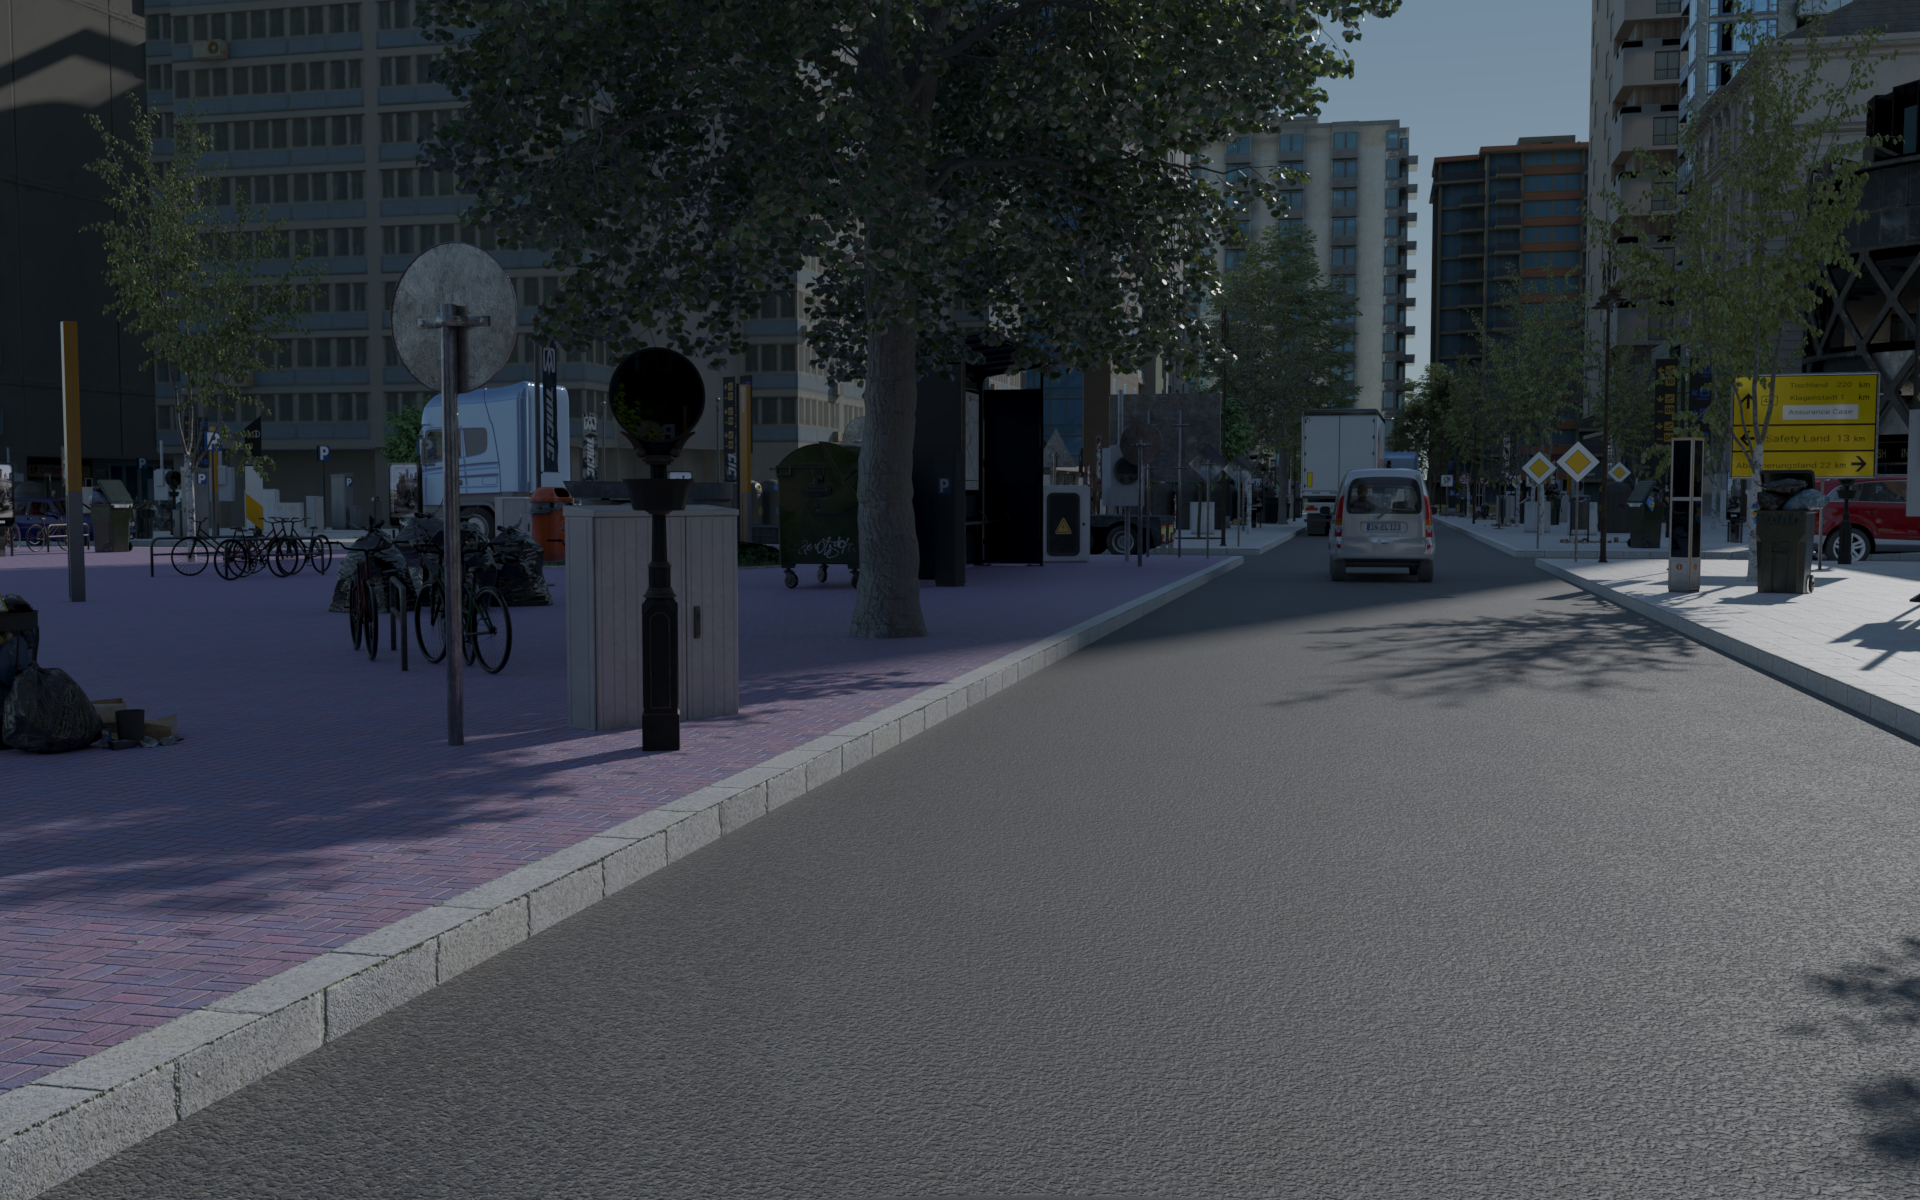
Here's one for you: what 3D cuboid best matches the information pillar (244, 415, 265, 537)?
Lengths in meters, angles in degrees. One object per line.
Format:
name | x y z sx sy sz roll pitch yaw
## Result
information pillar | -20.967 -3.676 51.459 0.504 3.616 0.183 -2 4 -30

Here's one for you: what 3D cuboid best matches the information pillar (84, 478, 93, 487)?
information pillar | -40.069 -4.597 79.652 0.304 2.012 0.304 -3 5 -39

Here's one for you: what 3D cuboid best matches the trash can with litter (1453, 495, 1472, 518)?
trash can with litter | 28.042 -5.163 95.468 1.678 1.210 2.233 1 4 22

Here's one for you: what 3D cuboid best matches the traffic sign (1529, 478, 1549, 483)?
traffic sign | 26.568 -4.863 79.508 0.884 2.594 0.081 1 4 15

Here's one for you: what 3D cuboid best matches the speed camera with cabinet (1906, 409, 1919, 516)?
speed camera with cabinet | 10.517 -1.392 17.091 0.660 3.252 2.038 -2 4 -32

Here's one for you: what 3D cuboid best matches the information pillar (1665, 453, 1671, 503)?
information pillar | 36.004 -5.913 88.039 0.183 3.616 0.504 0 4 3

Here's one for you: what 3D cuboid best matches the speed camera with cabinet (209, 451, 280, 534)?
speed camera with cabinet | -23.275 -3.793 56.351 2.038 3.252 0.660 -1 4 -11

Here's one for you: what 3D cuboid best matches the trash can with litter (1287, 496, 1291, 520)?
trash can with litter | 15.961 -4.586 86.365 1.055 1.170 0.624 0 4 1

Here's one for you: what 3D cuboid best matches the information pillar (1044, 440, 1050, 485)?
information pillar | 3.671 -5.060 74.086 0.183 3.616 0.504 2 4 35

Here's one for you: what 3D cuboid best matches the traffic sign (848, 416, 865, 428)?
traffic sign | -1.587 -1.729 28.380 0.768 2.556 0.104 1 4 22

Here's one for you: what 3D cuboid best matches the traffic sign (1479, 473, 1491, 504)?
traffic sign | 32.384 -6.531 106.883 0.768 2.556 0.104 1 4 21

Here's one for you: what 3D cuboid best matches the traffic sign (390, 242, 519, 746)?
traffic sign | -2.579 -0.531 8.782 0.768 2.556 0.104 1 4 20

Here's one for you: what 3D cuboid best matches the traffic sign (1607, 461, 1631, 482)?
traffic sign | 23.331 -3.679 61.343 0.795 2.450 0.064 1 4 22

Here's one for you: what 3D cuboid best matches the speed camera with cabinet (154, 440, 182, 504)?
speed camera with cabinet | -28.704 -4.248 63.788 2.038 3.252 0.660 1 4 22

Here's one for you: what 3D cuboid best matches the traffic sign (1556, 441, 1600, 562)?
traffic sign | 11.684 -1.784 32.805 0.795 2.450 0.064 1 4 13

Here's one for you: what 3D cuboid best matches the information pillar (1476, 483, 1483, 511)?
information pillar | 33.212 -6.500 110.761 0.304 2.012 0.304 -2 4 -24

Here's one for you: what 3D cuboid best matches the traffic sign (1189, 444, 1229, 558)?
traffic sign | 4.935 -1.884 34.440 0.795 2.450 0.064 1 4 13

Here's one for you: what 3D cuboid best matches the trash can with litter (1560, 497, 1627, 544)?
trash can with litter | 16.717 -2.110 45.561 2.233 1.210 1.678 -1 4 -10

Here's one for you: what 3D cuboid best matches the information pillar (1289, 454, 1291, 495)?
information pillar | 18.601 -6.502 97.666 0.183 3.616 0.504 1 4 14

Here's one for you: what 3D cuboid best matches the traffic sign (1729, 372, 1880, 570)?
traffic sign | 14.193 -2.161 29.201 2.265 3.308 0.079 1 4 17

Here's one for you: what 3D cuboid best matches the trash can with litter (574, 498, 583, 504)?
trash can with litter | -12.667 -2.928 58.935 2.233 1.210 1.678 -3 5 -42

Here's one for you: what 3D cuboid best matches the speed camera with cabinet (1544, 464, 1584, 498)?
speed camera with cabinet | 32.914 -6.103 94.125 2.038 3.252 0.660 -1 4 -22

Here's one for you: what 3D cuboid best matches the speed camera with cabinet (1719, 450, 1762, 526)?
speed camera with cabinet | 31.402 -4.577 69.175 2.038 3.252 0.660 -2 4 -24

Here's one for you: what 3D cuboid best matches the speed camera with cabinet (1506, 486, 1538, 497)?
speed camera with cabinet | 33.142 -6.571 101.776 2.038 3.252 0.660 2 4 34

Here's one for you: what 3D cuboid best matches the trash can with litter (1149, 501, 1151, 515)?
trash can with litter | 10.769 -5.253 97.270 1.055 1.170 0.624 3 4 36

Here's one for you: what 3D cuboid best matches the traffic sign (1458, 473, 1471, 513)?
traffic sign | 30.295 -6.358 104.064 0.768 2.556 0.104 1 4 21

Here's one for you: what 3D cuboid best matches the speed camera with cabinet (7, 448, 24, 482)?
speed camera with cabinet | -39.764 -4.839 73.455 2.038 3.252 0.660 2 4 33

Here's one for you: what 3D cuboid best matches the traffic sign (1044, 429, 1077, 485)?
traffic sign | 1.895 -2.119 34.649 0.884 2.594 0.081 1 4 20

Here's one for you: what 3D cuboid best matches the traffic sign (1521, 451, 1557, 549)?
traffic sign | 13.548 -2.259 40.570 0.795 2.450 0.064 1 4 13

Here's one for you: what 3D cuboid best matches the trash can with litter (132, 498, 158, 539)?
trash can with litter | -23.434 -2.315 49.238 1.055 1.170 0.624 -3 5 -42

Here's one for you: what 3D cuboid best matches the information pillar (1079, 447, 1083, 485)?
information pillar | 6.088 -5.866 87.262 0.183 3.616 0.504 -1 4 -14

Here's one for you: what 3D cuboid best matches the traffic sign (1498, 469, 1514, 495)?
traffic sign | 25.930 -5.030 82.339 0.768 2.556 0.104 1 4 20

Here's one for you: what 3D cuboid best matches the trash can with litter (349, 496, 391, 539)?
trash can with litter | -17.184 -2.410 50.468 1.678 1.210 2.233 0 4 -5

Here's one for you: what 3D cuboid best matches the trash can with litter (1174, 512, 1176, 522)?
trash can with litter | 9.885 -4.213 79.943 2.233 1.210 1.678 -2 4 -33

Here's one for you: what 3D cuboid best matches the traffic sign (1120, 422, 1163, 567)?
traffic sign | 3.184 -1.865 30.591 0.768 2.556 0.104 1 4 16

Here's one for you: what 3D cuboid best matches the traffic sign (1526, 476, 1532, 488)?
traffic sign | 31.553 -5.717 95.595 0.606 2.300 0.079 1 4 20

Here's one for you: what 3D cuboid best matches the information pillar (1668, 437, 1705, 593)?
information pillar | 9.477 -1.108 22.613 0.304 2.012 0.304 -3 5 -42

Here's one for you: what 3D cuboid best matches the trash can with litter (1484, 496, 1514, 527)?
trash can with litter | 21.812 -3.553 69.151 1.678 1.210 2.233 1 4 23

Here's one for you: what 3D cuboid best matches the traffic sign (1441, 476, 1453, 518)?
traffic sign | 26.261 -5.586 93.458 0.606 2.300 0.079 1 4 14

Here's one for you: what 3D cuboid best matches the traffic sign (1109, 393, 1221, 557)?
traffic sign | 4.135 -2.521 35.097 2.265 3.308 0.079 1 4 15

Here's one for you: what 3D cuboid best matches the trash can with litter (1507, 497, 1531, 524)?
trash can with litter | 24.150 -3.870 74.658 1.055 1.170 0.624 0 4 1

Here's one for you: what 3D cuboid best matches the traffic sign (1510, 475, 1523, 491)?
traffic sign | 33.553 -6.326 104.613 0.795 2.450 0.064 1 4 20

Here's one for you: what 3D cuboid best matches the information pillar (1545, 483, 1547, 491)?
information pillar | 30.750 -5.257 90.440 0.304 2.012 0.304 0 4 4

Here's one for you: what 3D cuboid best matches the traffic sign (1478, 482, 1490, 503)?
traffic sign | 33.630 -6.809 111.335 0.884 2.594 0.081 1 4 20

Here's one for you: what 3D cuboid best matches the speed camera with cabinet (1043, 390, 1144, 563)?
speed camera with cabinet | 2.412 -2.337 32.553 2.038 3.252 0.660 -1 4 -13
